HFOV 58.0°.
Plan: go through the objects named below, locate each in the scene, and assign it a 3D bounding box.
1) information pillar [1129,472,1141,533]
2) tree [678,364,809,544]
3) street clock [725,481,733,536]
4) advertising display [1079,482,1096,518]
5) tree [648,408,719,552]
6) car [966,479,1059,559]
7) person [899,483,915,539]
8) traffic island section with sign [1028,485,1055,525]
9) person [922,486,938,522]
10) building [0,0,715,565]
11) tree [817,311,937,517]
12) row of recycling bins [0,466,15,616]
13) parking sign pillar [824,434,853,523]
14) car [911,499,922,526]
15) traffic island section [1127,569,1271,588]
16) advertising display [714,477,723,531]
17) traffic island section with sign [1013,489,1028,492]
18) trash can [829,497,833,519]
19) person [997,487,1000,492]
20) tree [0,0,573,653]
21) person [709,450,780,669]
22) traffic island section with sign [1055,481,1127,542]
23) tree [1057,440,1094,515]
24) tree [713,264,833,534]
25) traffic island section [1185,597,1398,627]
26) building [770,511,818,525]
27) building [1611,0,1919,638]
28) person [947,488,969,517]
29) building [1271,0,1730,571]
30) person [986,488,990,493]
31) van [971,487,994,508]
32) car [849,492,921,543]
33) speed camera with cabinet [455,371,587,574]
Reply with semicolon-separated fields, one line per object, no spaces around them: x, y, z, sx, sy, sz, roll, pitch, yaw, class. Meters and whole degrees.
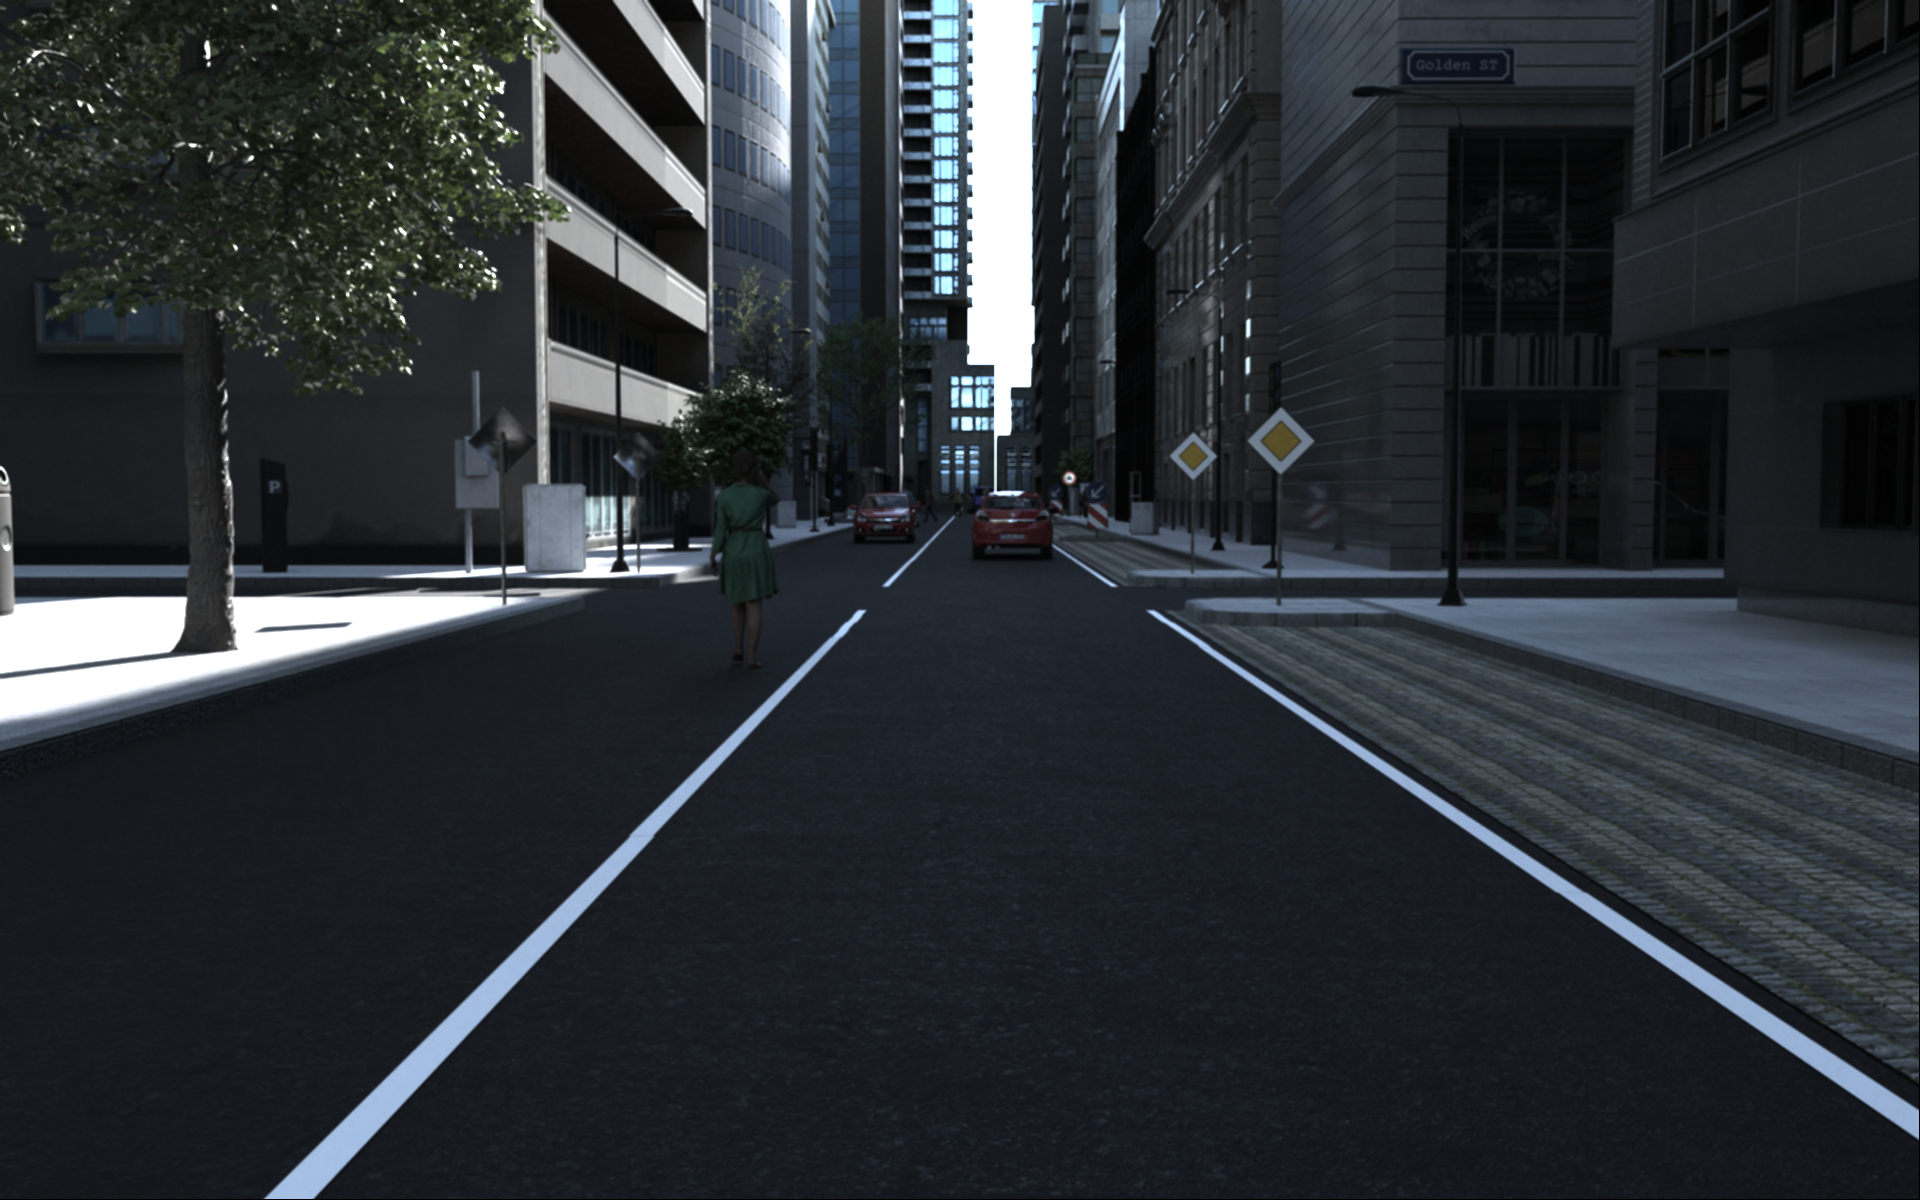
5.796;-3.231;57.321;0.304;2.012;0.304;-1;4;-9;information pillar
-5.511;-3.678;43.854;4.285;4.588;4.351;0;3;0;tree
-6.864;-2.900;51.986;0.471;2.002;0.358;-2;4;-26;street clock
6.917;-5.437;94.103;0.974;1.923;0.123;-1;4;-16;advertising display
-6.294;-2.708;38.883;1.663;3.219;1.824;0;3;0;tree
1.206;-1.877;39.729;2.155;1.783;4.494;0;4;2;car
-1.723;-2.822;54.988;0.601;1.785;0.444;0;4;2;person
4.263;-4.344;79.658;1.989;1.847;2.006;0;4;1;traffic island section with sign
-1.546;-4.871;88.044;0.836;1.842;0.656;0;4;-2;person
-18.126;-25.479;40.284;21.300;48.544;21.600;0;4;1;building
-5.400;-10.457;96.732;9.928;11.665;9.643;0;3;0;tree
-10.846;-0.600;16.923;1.069;1.692;3.534;1;4;14;row of recycling bins
-5.343;-5.429;77.234;1.447;3.967;1.447;0;4;7;parking sign pillar
-2.728;-4.063;75.467;2.155;1.783;4.494;0;4;1;car
3.769;-0.347;27.950;2.009;0.180;2.903;0;4;1;traffic island section
-8.420;-3.273;58.722;0.123;1.923;0.974;2;4;35;advertising display
4.988;-9.061;156.781;1.989;1.847;2.006;0;4;1;traffic island section with sign
-6.472;-4.793;90.013;0.748;1.137;0.748;0;3;0;trash can
2.226;-5.691;101.539;0.794;1.824;0.713;2;4;25;person
-6.386;-5.876;14.194;7.486;12.596;7.792;0;3;0;tree
-1.786;-0.344;14.366;0.600;1.795;0.529;0;4;-7;person
4.010;-2.686;52.547;1.989;1.847;2.006;0;4;1;traffic island section with sign
7.449;-7.505;106.416;4.285;4.588;4.351;0;3;0;tree
-6.206;-6.418;55.304;4.360;8.622;3.978;0;3;0;tree
3.693;0.142;19.965;2.009;0.180;2.903;0;4;1;traffic island section
-17.885;-32.466;72.824;21.231;58.520;28.212;0;4;1;building
13.749;-11.275;3.415;14.314;24.678;30.058;0;4;1;building
-0.136;-6.185;109.722;1.348;1.812;0.705;0;4;-3;person
21.940;-15.640;33.200;29.804;29.767;11.434;0;4;1;building
1.755;-5.563;99.679;0.699;1.804;1.509;1;4;23;person
2.079;-8.875;149.486;2.240;2.365;5.245;0;3;0;van
-2.249;-2.641;52.214;2.155;1.783;4.494;0;4;-1;car
-7.167;-2.074;28.253;2.038;3.252;0.660;-1;4;-15;speed camera with cabinet
